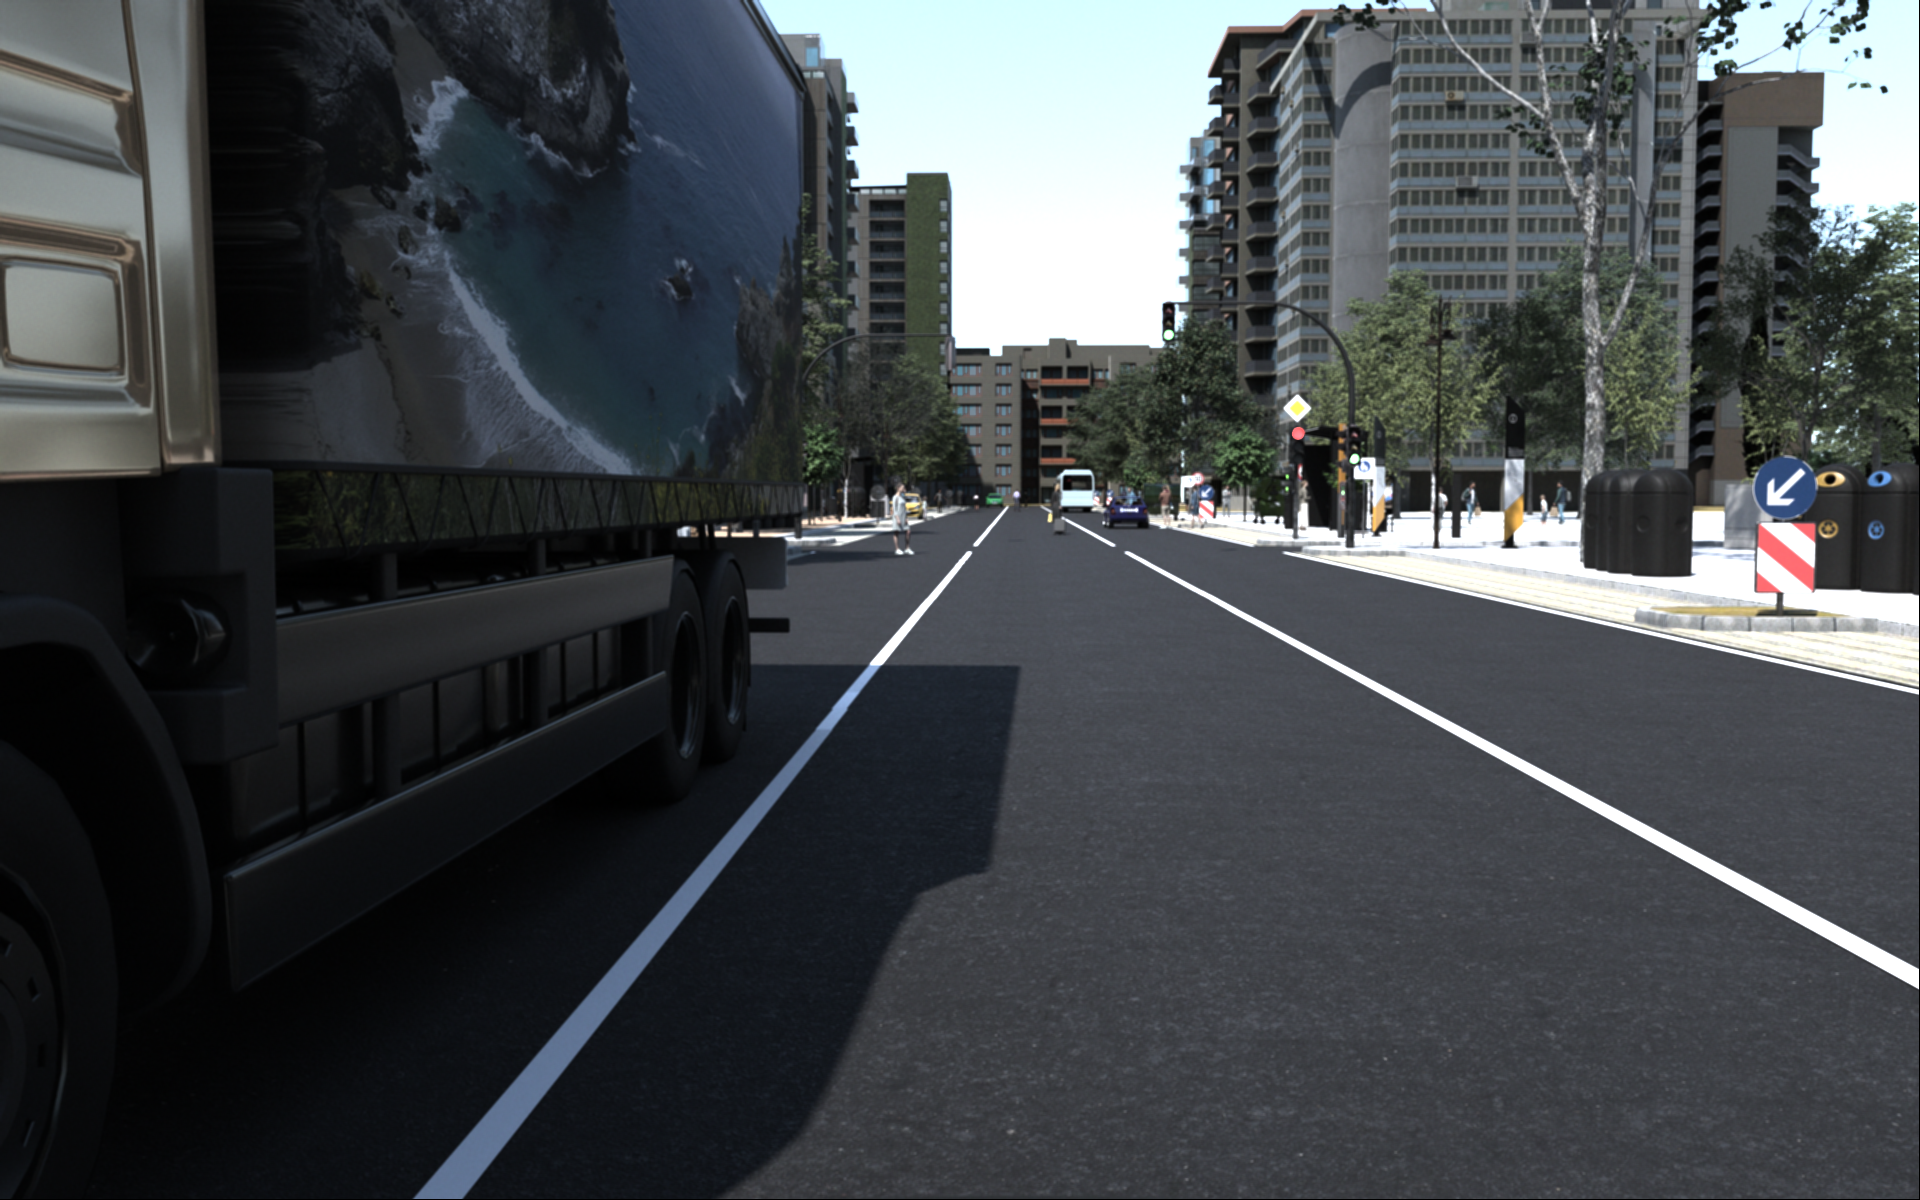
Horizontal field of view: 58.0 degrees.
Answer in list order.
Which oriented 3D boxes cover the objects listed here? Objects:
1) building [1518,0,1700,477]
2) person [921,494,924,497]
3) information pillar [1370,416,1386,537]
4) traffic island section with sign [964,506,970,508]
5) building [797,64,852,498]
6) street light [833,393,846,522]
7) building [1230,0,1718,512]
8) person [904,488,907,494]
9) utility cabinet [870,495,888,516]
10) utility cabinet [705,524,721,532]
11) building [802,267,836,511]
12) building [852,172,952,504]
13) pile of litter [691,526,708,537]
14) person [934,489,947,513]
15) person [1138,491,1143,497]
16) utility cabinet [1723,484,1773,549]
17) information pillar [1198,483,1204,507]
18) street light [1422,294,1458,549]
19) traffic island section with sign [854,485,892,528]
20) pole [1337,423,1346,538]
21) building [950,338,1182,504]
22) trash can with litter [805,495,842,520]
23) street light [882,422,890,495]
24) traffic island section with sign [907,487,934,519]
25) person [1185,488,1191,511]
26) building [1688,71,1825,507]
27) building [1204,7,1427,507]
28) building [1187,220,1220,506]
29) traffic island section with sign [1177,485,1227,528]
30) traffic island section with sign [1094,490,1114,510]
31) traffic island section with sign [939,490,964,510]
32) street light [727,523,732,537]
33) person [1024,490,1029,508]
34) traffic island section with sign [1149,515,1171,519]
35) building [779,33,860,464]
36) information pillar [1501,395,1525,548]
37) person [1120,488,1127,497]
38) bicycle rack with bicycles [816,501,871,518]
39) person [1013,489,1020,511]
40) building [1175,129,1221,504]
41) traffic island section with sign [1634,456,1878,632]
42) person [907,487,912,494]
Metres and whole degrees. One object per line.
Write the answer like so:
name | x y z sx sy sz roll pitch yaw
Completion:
building | 61.763 -45.298 178.881 20.611 71.187 20.563 0 4 2
person | -4.521 -11.192 189.130 1.348 1.812 0.705 2 4 33
information pillar | 12.580 -3.709 52.002 0.504 3.616 0.183 -3 5 -40
traffic island section with sign | 0.027 -10.365 178.095 1.989 1.847 2.006 0 4 2
building | -18.112 -29.203 161.069 14.154 41.232 14.086 0 4 2
street light | -5.529 -6.534 79.612 0.468 5.910 1.993 0 4 2
building | 38.190 -27.140 135.617 32.217 40.220 23.993 0 4 2
person | -4.243 -7.511 129.653 0.445 1.727 0.742 -3 5 -44
utility cabinet | -4.755 -5.540 101.741 1.020 1.237 0.306 -1 4 -12
utility cabinet | -8.549 -2.970 59.720 0.306 1.237 1.020 1 4 12
building | -25.381 -18.068 140.450 27.650 21.520 28.899 0 4 2
building | -8.093 -32.973 222.700 14.086 41.232 14.154 0 4 2
pile of litter | -7.895 -2.247 50.708 1.176 0.858 1.719 -1 4 -22
person | -1.541 -7.616 133.023 0.705 1.824 1.348 3 5 44
person | 18.564 -10.555 178.602 1.348 1.826 0.705 0 4 -4
utility cabinet | 18.315 -1.929 40.213 0.318 1.500 1.173 -1 4 -21
information pillar | 16.307 -6.888 117.116 0.304 2.012 0.304 2 4 31
street light | 11.130 -4.129 40.294 0.468 5.910 1.993 0 4 2
traffic island section with sign | -3.469 -4.001 74.038 1.989 1.847 2.006 0 4 2
pole | 11.051 -3.442 50.123 0.158 3.312 0.155 0 3 0
building | 13.611 -23.499 229.245 28.899 21.520 27.650 0 4 2
trash can with litter | -6.798 -4.633 86.811 2.233 1.210 1.678 -2 4 -23
street light | -4.603 -8.336 109.083 0.468 5.910 1.993 0 4 2
traffic island section with sign | -2.550 -5.674 101.401 1.989 1.847 2.006 0 4 2
person | 17.357 -7.631 131.591 0.721 1.735 1.217 -1 4 -10
building | 79.346 -32.493 181.374 14.200 45.320 14.600 0 4 2
building | 34.690 -31.032 161.991 22.147 44.769 28.867 0 4 2
building | 31.074 -25.228 184.176 14.160 30.474 14.107 0 4 2
traffic island section with sign | 10.357 -4.010 74.196 1.989 1.847 2.006 0 4 2
traffic island section with sign | 12.942 -8.709 151.019 1.989 1.847 2.006 0 4 2
traffic island section with sign | -0.876 -8.715 151.124 1.989 1.847 2.006 0 4 2
street light | -6.705 -4.732 50.149 0.468 5.910 1.993 0 4 2
person | 6.829 -10.373 177.726 0.705 1.869 1.348 -1 4 -14
traffic island section with sign | 11.267 -5.658 101.136 1.989 1.847 2.006 0 4 2
building | -26.133 -34.370 181.564 30.456 49.044 23.786 0 4 2
information pillar | 13.092 -3.032 40.928 0.504 3.616 0.183 -1 4 -16
person | 15.455 -9.618 163.170 0.709 1.838 0.599 0 4 0
bicycle rack with bicycles | -6.096 -5.007 95.242 2.925 0.926 2.852 2 4 29
person | 4.743 -8.208 142.566 0.709 1.838 0.599 1 4 22
building | 43.181 -37.010 224.724 30.456 49.044 23.786 0 4 2
traffic island section with sign | 8.495 -0.621 18.789 1.989 1.847 2.006 0 4 2
person | -3.904 -8.136 139.059 1.348 1.826 0.705 1 4 9
